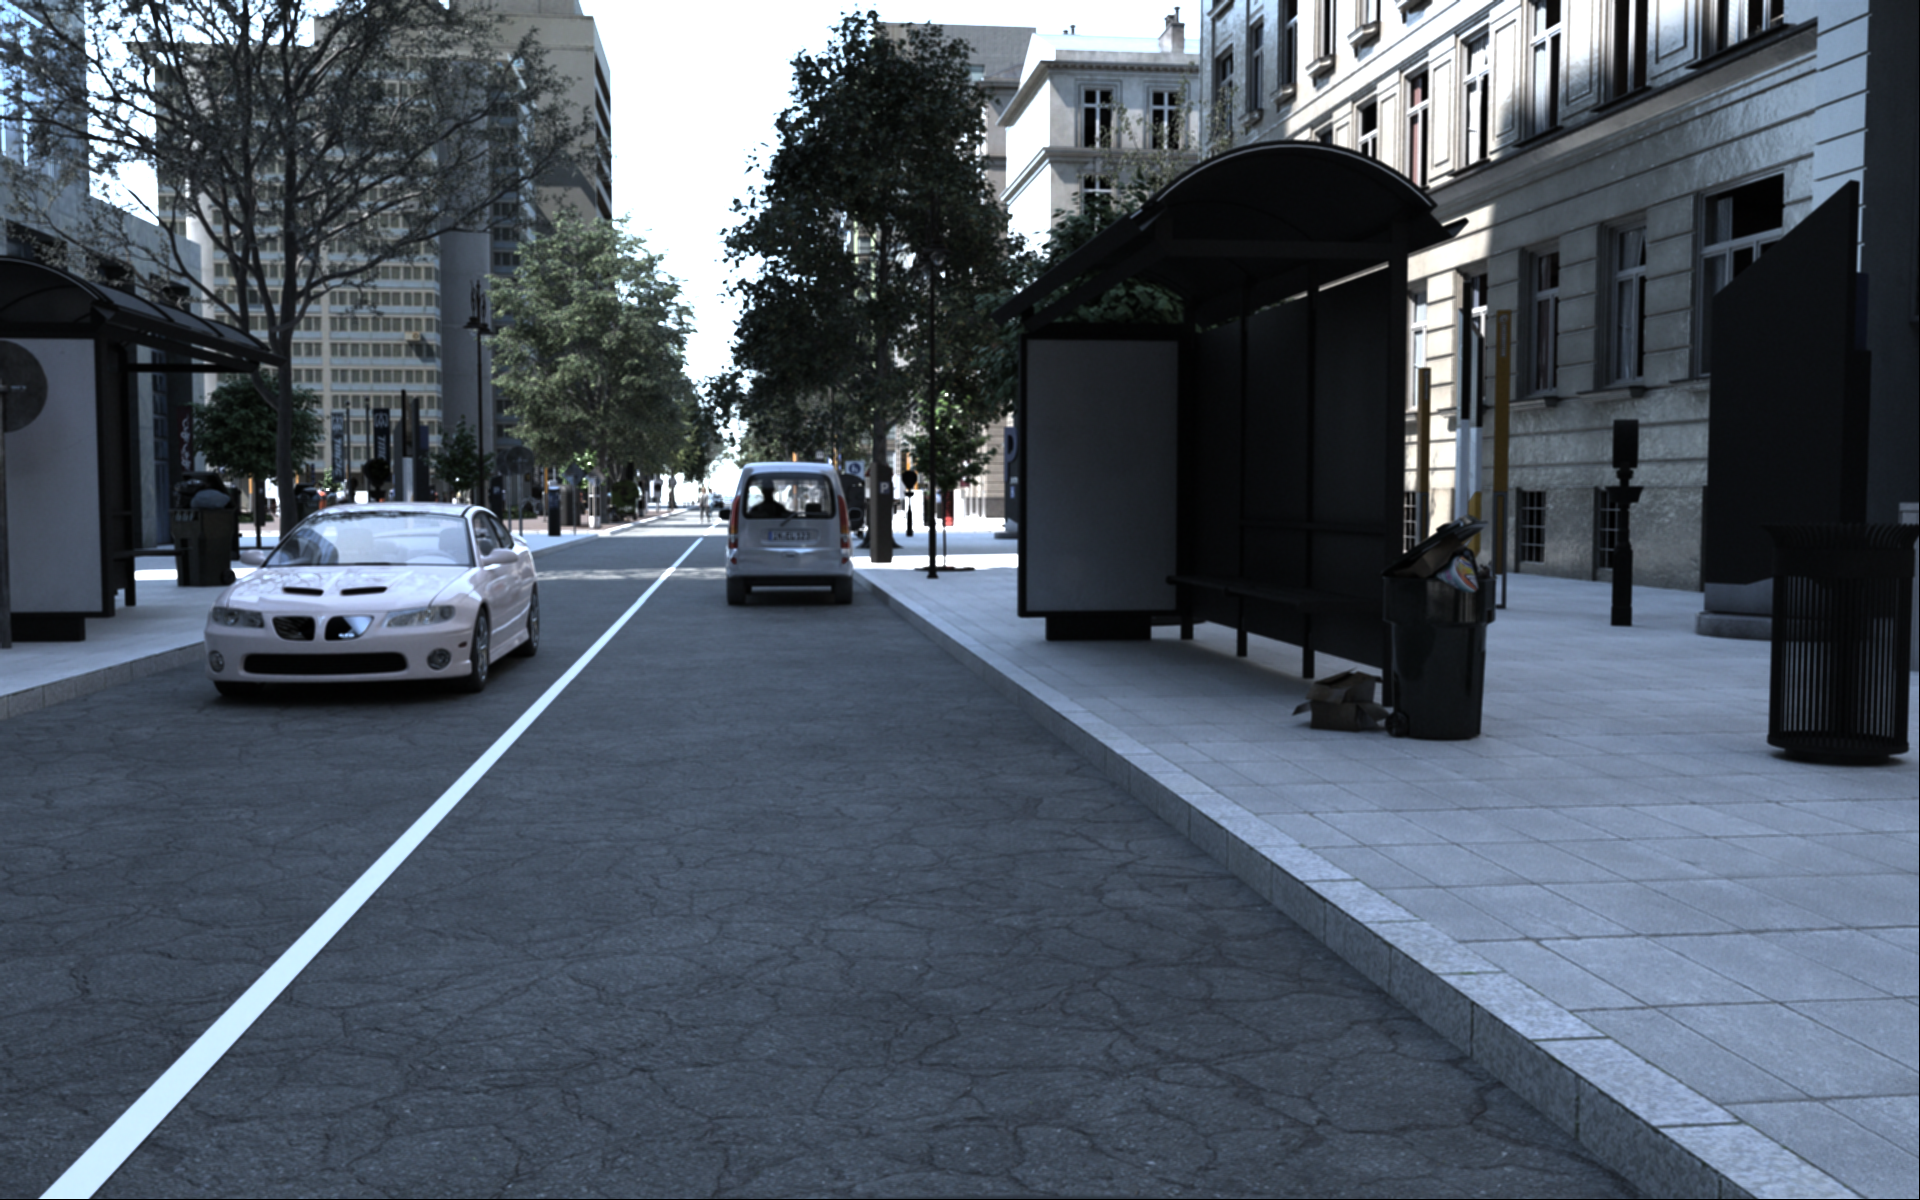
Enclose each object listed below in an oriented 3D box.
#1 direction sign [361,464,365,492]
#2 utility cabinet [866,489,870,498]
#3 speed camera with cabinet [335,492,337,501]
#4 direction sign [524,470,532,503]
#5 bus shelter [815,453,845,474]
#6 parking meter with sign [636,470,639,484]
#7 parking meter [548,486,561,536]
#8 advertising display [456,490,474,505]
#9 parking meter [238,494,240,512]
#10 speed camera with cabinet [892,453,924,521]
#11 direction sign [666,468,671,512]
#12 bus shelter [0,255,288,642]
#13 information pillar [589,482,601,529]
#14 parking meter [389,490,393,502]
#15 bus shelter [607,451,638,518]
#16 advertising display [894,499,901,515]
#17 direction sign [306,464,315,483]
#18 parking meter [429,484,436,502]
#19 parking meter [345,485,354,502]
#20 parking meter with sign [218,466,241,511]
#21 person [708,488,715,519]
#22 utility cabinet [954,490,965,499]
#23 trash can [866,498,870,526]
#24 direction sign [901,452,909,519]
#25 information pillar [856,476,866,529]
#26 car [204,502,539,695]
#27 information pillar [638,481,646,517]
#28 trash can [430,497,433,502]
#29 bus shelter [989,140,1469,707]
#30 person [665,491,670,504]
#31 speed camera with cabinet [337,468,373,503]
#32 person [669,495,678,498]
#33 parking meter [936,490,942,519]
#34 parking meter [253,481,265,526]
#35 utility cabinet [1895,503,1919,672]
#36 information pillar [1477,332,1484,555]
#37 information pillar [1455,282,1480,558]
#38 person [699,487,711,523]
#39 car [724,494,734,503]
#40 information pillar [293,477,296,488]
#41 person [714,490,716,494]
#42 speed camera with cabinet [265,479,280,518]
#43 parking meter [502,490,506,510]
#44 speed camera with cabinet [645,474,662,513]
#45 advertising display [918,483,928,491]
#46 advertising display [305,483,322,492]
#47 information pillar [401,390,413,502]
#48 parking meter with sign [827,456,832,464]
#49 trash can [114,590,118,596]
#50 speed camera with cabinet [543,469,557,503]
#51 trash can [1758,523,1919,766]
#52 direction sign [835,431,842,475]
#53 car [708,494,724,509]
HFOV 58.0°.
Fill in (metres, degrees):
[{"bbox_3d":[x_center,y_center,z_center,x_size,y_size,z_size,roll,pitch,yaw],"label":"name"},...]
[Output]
[{"bbox_3d":[-45.542,-8.577,132.228,0.379,3.537,0.876,0,4,-1],"label":"direction sign"},{"bbox_3d":[-3.900,-3.781,70.491,0.318,1.500,1.173,3,4,39],"label":"utility cabinet"},{"bbox_3d":[-44.240,-7.894,123.396,0.660,3.252,2.038,-3,5,-39],"label":"speed camera with cabinet"},{"bbox_3d":[-26.573,-7.057,107.385,0.876,3.537,0.379,-2,4,-34],"label":"direction sign"},{"bbox_3d":[-6.951,-5.775,88.347,2.014,3.302,5.546,0,4,-7],"label":"bus shelter"},{"bbox_3d":[-23.082,-7.779,123.448,0.543,3.016,1.738,1,4,12],"label":"parking meter with sign"},{"bbox_3d":[-12.423,-2.728,53.018,0.372,1.533,0.369,0,3,0],"label":"parking meter"},{"bbox_3d":[-17.420,-3.409,60.949,0.974,1.923,0.123,3,5,41],"label":"advertising display"},{"bbox_3d":[-48.701,-6.624,116.715,0.372,1.533,0.369,0,3,0],"label":"parking meter"},{"bbox_3d":[-2.471,-5.431,83.126,2.038,3.252,0.660,3,4,36],"label":"speed camera with cabinet"},{"bbox_3d":[-21.310,-8.234,126.624,0.379,3.537,0.876,-1,4,-9],"label":"direction sign"},{"bbox_3d":[-8.505,-1.439,17.444,2.014,3.302,5.546,0,4,-7],"label":"bus shelter"},{"bbox_3d":[-13.497,-3.637,63.960,0.304,2.012,0.304,3,5,43],"label":"information pillar"},{"bbox_3d":[-38.147,-6.606,116.415,0.372,1.533,0.369,0,3,0],"label":"parking meter"},{"bbox_3d":[-18.925,-6.451,96.750,1.731,3.624,6.357,0,4,-7],"label":"bus shelter"},{"bbox_3d":[-4.101,-6.268,107.700,0.974,1.923,0.123,-3,4,-38],"label":"advertising display"},{"bbox_3d":[-48.581,-8.413,129.557,0.379,3.537,0.876,1,4,23],"label":"direction sign"},{"bbox_3d":[-30.738,-5.814,100.766,0.399,1.863,0.255,-2,4,-30],"label":"parking meter"},{"bbox_3d":[-32.191,-5.235,91.296,0.399,1.863,0.255,1,4,15],"label":"parking meter"},{"bbox_3d":[-47.296,-7.083,112.067,1.738,3.016,0.543,1,4,13],"label":"parking meter with sign"},{"bbox_3d":[-14.135,-5.477,98.312,0.793,1.790,0.793,-2,4,-27],"label":"person"},{"bbox_3d":[-0.156,-4.971,89.955,0.318,1.500,1.173,-2,4,-33],"label":"utility cabinet"},{"bbox_3d":[-3.308,-3.323,65.990,0.748,1.137,0.748,0,3,0],"label":"trash can"},{"bbox_3d":[-2.807,-5.914,88.692,0.379,3.537,0.876,2,4,26],"label":"direction sign"},{"bbox_3d":[-3.643,-3.587,63.139,0.304,2.012,0.304,3,4,36],"label":"information pillar"},{"bbox_3d":[-4.533,-0.095,13.919,2.083,1.381,4.827,0,4,-6],"label":"car"},{"bbox_3d":[-17.646,-5.601,96.061,0.304,2.012,0.304,1,4,14],"label":"information pillar"},{"bbox_3d":[-28.172,-4.880,91.441,0.748,1.137,0.748,0,3,0],"label":"trash can"},{"bbox_3d":[1.596,-1.147,12.683,2.014,3.302,5.546,0,4,-7],"label":"bus shelter"},{"bbox_3d":[-36.385,-12.758,217.237,1.348,1.807,0.705,2,4,24],"label":"person"},{"bbox_3d":[-39.747,-7.318,113.993,2.038,3.252,0.660,0,4,7],"label":"speed camera with cabinet"},{"bbox_3d":[-35.718,-12.622,215.654,1.217,1.735,0.721,0,4,-2],"label":"person"},{"bbox_3d":[-1.023,-4.873,88.080,0.372,1.533,0.369,0,3,0],"label":"parking meter"},{"bbox_3d":[-27.917,-3.872,69.019,0.255,1.863,0.399,3,5,40],"label":"parking meter"},{"bbox_3d":[7.296,-0.076,12.397,1.020,1.237,0.306,2,4,34],"label":"utility cabinet"},{"bbox_3d":[6.365,-1.856,21.698,0.183,3.616,0.504,-1,4,-15],"label":"information pillar"},{"bbox_3d":[5.661,-1.716,19.403,0.183,3.616,0.504,1,4,18],"label":"information pillar"},{"bbox_3d":[-12.524,-4.688,85.329,0.709,1.800,0.728,2,4,32],"label":"person"},{"bbox_3d":[-36.339,-16.029,271.668,1.945,1.707,3.694,0,4,-7],"label":"car"},{"bbox_3d":[-29.480,-4.401,76.444,0.304,2.012,0.304,-1,4,-10],"label":"information pillar"},{"bbox_3d":[-26.276,-10.851,185.916,0.705,1.824,1.348,0,4,4],"label":"person"},{"bbox_3d":[-40.942,-6.719,104.190,2.038,3.252,0.660,3,4,36],"label":"speed camera with cabinet"},{"bbox_3d":[-32.286,-6.969,122.359,0.372,1.533,0.369,0,3,0],"label":"parking meter"},{"bbox_3d":[-21.444,-7.604,118.654,2.038,3.252,0.660,-2,4,-33],"label":"speed camera with cabinet"},{"bbox_3d":[-2.315,-6.031,103.819,0.974,1.923,0.123,3,4,36],"label":"advertising display"},{"bbox_3d":[-36.610,-5.683,98.124,0.974,1.923,0.123,0,4,1],"label":"advertising display"},{"bbox_3d":[-12.471,-2.920,39.101,0.183,3.616,0.504,0,4,-2],"label":"information pillar"},{"bbox_3d":[-5.895,-5.123,80.025,0.543,3.016,1.738,0,4,-7],"label":"parking meter with sign"},{"bbox_3d":[-10.490,-0.562,20.847,0.748,1.137,0.748,0,3,0],"label":"trash can"},{"bbox_3d":[-27.494,-7.447,116.094,0.660,3.252,2.038,-2,4,-25],"label":"speed camera with cabinet"},{"bbox_3d":[4.251,0.201,8.366,0.748,1.137,0.748,0,3,0],"label":"trash can"},{"bbox_3d":[-4.387,-4.309,62.456,0.379,3.537,0.876,-1,4,-18],"label":"direction sign"},{"bbox_3d":[-24.551,-9.989,173.104,2.009,1.686,4.222,0,4,-5],"label":"car"}]
